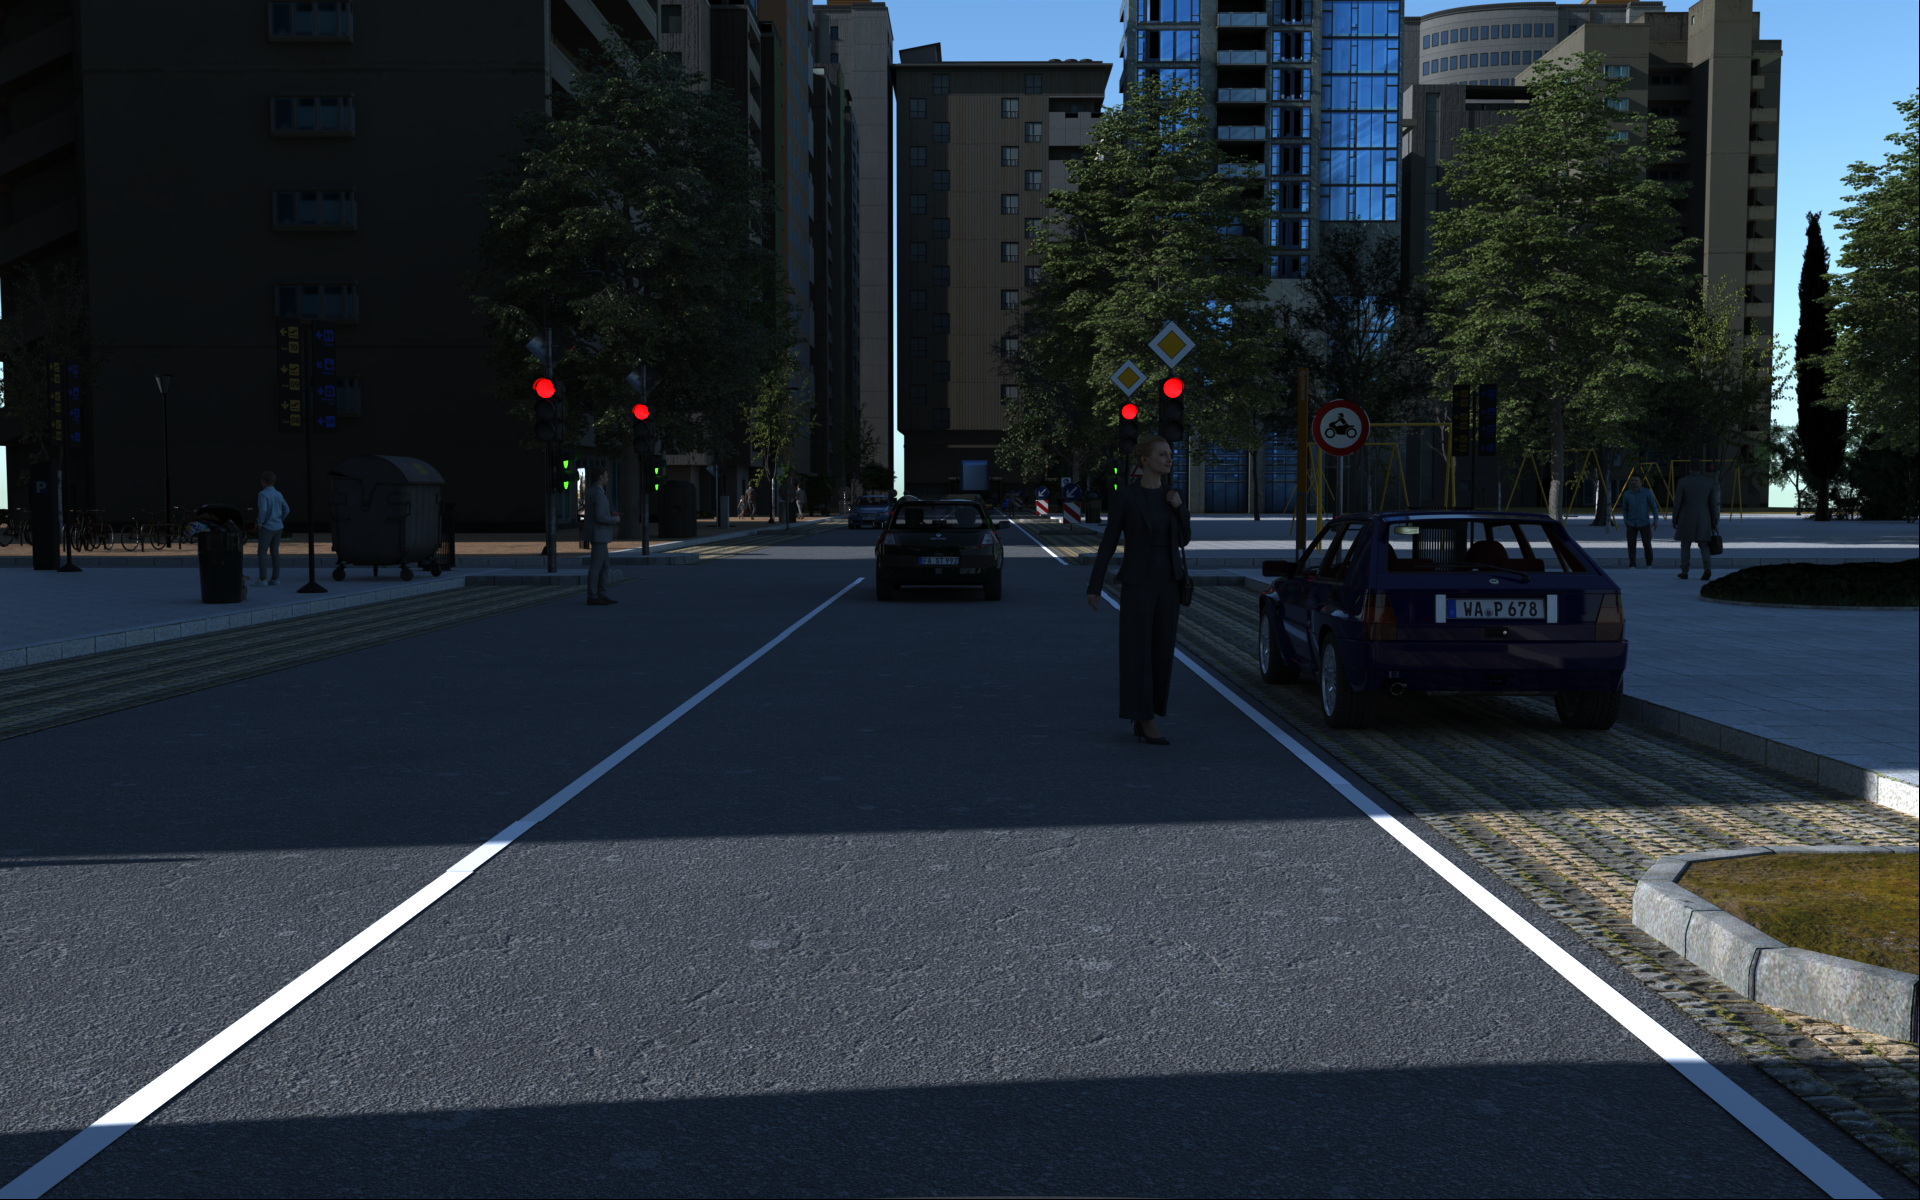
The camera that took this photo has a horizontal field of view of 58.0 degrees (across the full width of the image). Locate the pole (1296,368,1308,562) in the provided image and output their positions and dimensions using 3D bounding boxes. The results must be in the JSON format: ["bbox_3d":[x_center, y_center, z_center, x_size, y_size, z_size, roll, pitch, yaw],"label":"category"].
[{"bbox_3d":[5.551,-2.096,28.106,0.158,3.312,0.155,0,3,0],"label":"pole"}]

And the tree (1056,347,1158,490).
[{"bbox_3d":[6.164,-7.964,80.567,4.360,8.622,3.978,0,3,0],"label":"tree"}]

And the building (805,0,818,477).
[{"bbox_3d":[-26.109,-33.605,138.678,28.713,52.752,27.495,0,4,1],"label":"building"}]

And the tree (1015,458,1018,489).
[{"bbox_3d":[7.130,-14.119,181.200,4.737,8.622,4.395,0,3,0],"label":"tree"}]

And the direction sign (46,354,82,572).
[{"bbox_3d":[-14.735,-2.236,28.551,0.379,3.537,0.876,0,4,3],"label":"direction sign"}]

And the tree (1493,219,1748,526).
[{"bbox_3d":[26.064,-9.335,69.632,9.611,12.733,9.660,0,3,0],"label":"tree"}]

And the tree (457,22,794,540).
[{"bbox_3d":[-9.362,-8.700,48.906,9.857,13.997,8.962,0,3,0],"label":"tree"}]

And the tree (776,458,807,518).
[{"bbox_3d":[-9.019,-6.005,92.779,1.663,3.219,1.824,0,3,0],"label":"tree"}]

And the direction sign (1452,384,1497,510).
[{"bbox_3d":[10.600,-2.677,35.766,0.876,3.537,0.379,2,4,23],"label":"direction sign"}]

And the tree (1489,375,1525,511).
[{"bbox_3d":[33.235,-9.506,105.791,4.737,8.622,4.395,0,3,0],"label":"tree"}]

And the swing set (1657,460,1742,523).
[{"bbox_3d":[34.094,-5.020,79.698,3.119,2.851,2.862,1,4,14],"label":"swing set"}]

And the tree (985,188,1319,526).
[{"bbox_3d":[6.086,-9.754,69.841,12.009,13.543,11.850,0,3,0],"label":"tree"}]

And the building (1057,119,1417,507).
[{"bbox_3d":[26.078,-29.328,171.397,32.217,40.220,23.993,0,4,1],"label":"building"}]

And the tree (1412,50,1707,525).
[{"bbox_3d":[15.427,-7.762,45.040,7.486,12.596,7.792,0,3,0],"label":"tree"}]

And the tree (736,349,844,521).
[{"bbox_3d":[-8.877,-8.117,83.082,4.737,8.622,4.395,0,3,0],"label":"tree"}]

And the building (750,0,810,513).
[{"bbox_3d":[-17.876,-28.618,118.013,14.600,45.320,14.200,0,4,1],"label":"building"}]

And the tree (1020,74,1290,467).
[{"bbox_3d":[5.219,-7.936,47.885,7.486,12.596,7.792,0,3,0],"label":"tree"}]

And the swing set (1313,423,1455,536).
[{"bbox_3d":[9.527,-2.493,38.376,3.119,2.851,2.862,1,4,10],"label":"swing set"}]

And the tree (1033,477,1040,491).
[{"bbox_3d":[7.926,-10.544,166.991,1.663,3.219,1.824,0,3,0],"label":"tree"}]

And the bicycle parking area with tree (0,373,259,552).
[{"bbox_3d":[-21.595,-3.320,41.287,8.231,4.147,9.016,1,4,15],"label":"bicycle parking area with tree"}]

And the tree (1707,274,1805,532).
[{"bbox_3d":[25.400,-6.557,57.574,4.737,8.622,4.395,0,3,0],"label":"tree"}]

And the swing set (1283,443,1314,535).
[{"bbox_3d":[11.861,-3.386,52.988,3.119,2.851,2.862,-1,4,-10],"label":"swing set"}]

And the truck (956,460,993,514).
[{"bbox_3d":[1.155,-8.688,131.810,2.967,4.110,18.799,0,3,0],"label":"truck"}]

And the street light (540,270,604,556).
[{"bbox_3d":[-8.079,-3.888,36.112,1.470,5.913,1.316,0,4,1],"label":"street light"}]

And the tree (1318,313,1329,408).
[{"bbox_3d":[23.047,-11.653,100.894,12.009,13.543,11.850,0,3,0],"label":"tree"}]

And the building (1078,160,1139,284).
[{"bbox_3d":[17.307,-23.300,152.654,14.160,30.474,14.107,0,4,1],"label":"building"}]

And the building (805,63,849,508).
[{"bbox_3d":[-18.111,-29.120,159.702,14.154,41.232,14.086,0,4,1],"label":"building"}]

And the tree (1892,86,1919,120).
[{"bbox_3d":[27.333,-7.900,47.284,7.486,12.596,7.792,0,3,0],"label":"tree"}]

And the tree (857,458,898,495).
[{"bbox_3d":[-7.857,-10.461,154.755,4.285,4.588,4.351,0,3,0],"label":"tree"}]

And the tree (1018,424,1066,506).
[{"bbox_3d":[7.985,-12.654,157.251,4.737,8.622,4.395,0,3,0],"label":"tree"}]

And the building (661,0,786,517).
[{"bbox_3d":[-18.013,-20.140,100.983,14.160,30.474,14.107,0,4,1],"label":"building"}]

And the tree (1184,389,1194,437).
[{"bbox_3d":[14.019,-9.113,83.415,7.601,10.594,8.767,0,4,-2],"label":"tree"}]

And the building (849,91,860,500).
[{"bbox_3d":[-17.411,-30.211,177.542,14.086,41.232,14.154,0,4,1],"label":"building"}]

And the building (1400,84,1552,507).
[{"bbox_3d":[50.932,-30.140,176.379,14.086,41.232,14.154,0,4,1],"label":"building"}]

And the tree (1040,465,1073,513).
[{"bbox_3d":[6.752,-7.420,115.916,1.663,3.219,1.824,0,3,0],"label":"tree"}]

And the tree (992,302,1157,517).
[{"bbox_3d":[6.511,-10.929,95.690,9.611,12.733,9.660,0,3,0],"label":"tree"}]

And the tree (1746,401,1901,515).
[{"bbox_3d":[56.746,-8.348,99.401,20.602,7.101,11.467,1,4,15],"label":"tree"}]

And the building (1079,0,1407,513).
[{"bbox_3d":[20.637,-49.892,128.397,22.319,86.520,31.000,0,4,1],"label":"building"}]

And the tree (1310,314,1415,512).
[{"bbox_3d":[16.381,-7.289,69.540,4.737,8.622,4.395,0,3,0],"label":"tree"}]

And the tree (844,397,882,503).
[{"bbox_3d":[-7.962,-11.043,130.912,4.737,8.622,4.395,0,3,0],"label":"tree"}]

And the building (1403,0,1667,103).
[{"bbox_3d":[65.501,-40.687,207.225,28.212,58.520,21.231,0,4,1],"label":"building"}]

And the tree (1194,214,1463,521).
[{"bbox_3d":[12.804,-7.598,58.639,8.767,10.594,7.601,0,4,2],"label":"tree"}]

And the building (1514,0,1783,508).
[{"bbox_3d":[68.740,-33.574,172.639,21.600,48.544,21.300,0,4,1],"label":"building"}]

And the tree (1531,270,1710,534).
[{"bbox_3d":[21.099,-6.454,55.881,4.737,8.622,4.395,0,3,0],"label":"tree"}]

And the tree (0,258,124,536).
[{"bbox_3d":[-28.049,-6.294,53.269,4.360,8.622,3.978,0,3,0],"label":"tree"}]

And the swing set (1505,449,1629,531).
[{"bbox_3d":[21.284,-3.894,61.281,2.862,2.851,3.119,-2,4,-29],"label":"swing set"}]

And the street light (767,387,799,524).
[{"bbox_3d":[-7.685,-6.287,75.331,1.470,5.913,1.316,0,4,1],"label":"street light"}]

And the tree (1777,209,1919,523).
[{"bbox_3d":[43.841,-10.770,77.904,13.155,14.587,18.604,-2,4,-26],"label":"tree"}]

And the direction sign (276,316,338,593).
[{"bbox_3d":[-8.445,-1.864,22.474,0.379,3.537,0.876,2,4,32],"label":"direction sign"}]

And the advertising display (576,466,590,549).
[{"bbox_3d":[-8.795,-2.158,40.489,0.123,1.923,0.974,-2,4,-24],"label":"advertising display"}]

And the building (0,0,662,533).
[{"bbox_3d":[-23.941,-27.047,65.914,21.300,48.544,21.600,0,4,1],"label":"building"}]

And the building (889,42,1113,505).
[{"bbox_3d":[5.843,-38.056,211.454,27.495,52.752,28.713,0,4,1],"label":"building"}]

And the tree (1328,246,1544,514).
[{"bbox_3d":[24.735,-10.783,86.668,12.009,13.543,11.850,0,3,0],"label":"tree"}]

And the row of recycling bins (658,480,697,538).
[{"bbox_3d":[-8.436,-2.744,51.977,1.069,1.692,3.534,0,4,-4],"label":"row of recycling bins"}]

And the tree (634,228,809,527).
[{"bbox_3d":[-9.507,-8.673,67.554,9.928,11.665,9.643,0,3,0],"label":"tree"}]

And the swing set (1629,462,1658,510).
[{"bbox_3d":[34.388,-5.467,87.003,2.862,2.851,3.119,0,4,6],"label":"swing set"}]

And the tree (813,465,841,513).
[{"bbox_3d":[-9.072,-7.417,115.868,1.663,3.219,1.824,0,3,0],"label":"tree"}]

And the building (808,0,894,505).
[{"bbox_3d":[-22.154,-40.706,207.541,28.212,58.520,21.231,0,4,1],"label":"building"}]
